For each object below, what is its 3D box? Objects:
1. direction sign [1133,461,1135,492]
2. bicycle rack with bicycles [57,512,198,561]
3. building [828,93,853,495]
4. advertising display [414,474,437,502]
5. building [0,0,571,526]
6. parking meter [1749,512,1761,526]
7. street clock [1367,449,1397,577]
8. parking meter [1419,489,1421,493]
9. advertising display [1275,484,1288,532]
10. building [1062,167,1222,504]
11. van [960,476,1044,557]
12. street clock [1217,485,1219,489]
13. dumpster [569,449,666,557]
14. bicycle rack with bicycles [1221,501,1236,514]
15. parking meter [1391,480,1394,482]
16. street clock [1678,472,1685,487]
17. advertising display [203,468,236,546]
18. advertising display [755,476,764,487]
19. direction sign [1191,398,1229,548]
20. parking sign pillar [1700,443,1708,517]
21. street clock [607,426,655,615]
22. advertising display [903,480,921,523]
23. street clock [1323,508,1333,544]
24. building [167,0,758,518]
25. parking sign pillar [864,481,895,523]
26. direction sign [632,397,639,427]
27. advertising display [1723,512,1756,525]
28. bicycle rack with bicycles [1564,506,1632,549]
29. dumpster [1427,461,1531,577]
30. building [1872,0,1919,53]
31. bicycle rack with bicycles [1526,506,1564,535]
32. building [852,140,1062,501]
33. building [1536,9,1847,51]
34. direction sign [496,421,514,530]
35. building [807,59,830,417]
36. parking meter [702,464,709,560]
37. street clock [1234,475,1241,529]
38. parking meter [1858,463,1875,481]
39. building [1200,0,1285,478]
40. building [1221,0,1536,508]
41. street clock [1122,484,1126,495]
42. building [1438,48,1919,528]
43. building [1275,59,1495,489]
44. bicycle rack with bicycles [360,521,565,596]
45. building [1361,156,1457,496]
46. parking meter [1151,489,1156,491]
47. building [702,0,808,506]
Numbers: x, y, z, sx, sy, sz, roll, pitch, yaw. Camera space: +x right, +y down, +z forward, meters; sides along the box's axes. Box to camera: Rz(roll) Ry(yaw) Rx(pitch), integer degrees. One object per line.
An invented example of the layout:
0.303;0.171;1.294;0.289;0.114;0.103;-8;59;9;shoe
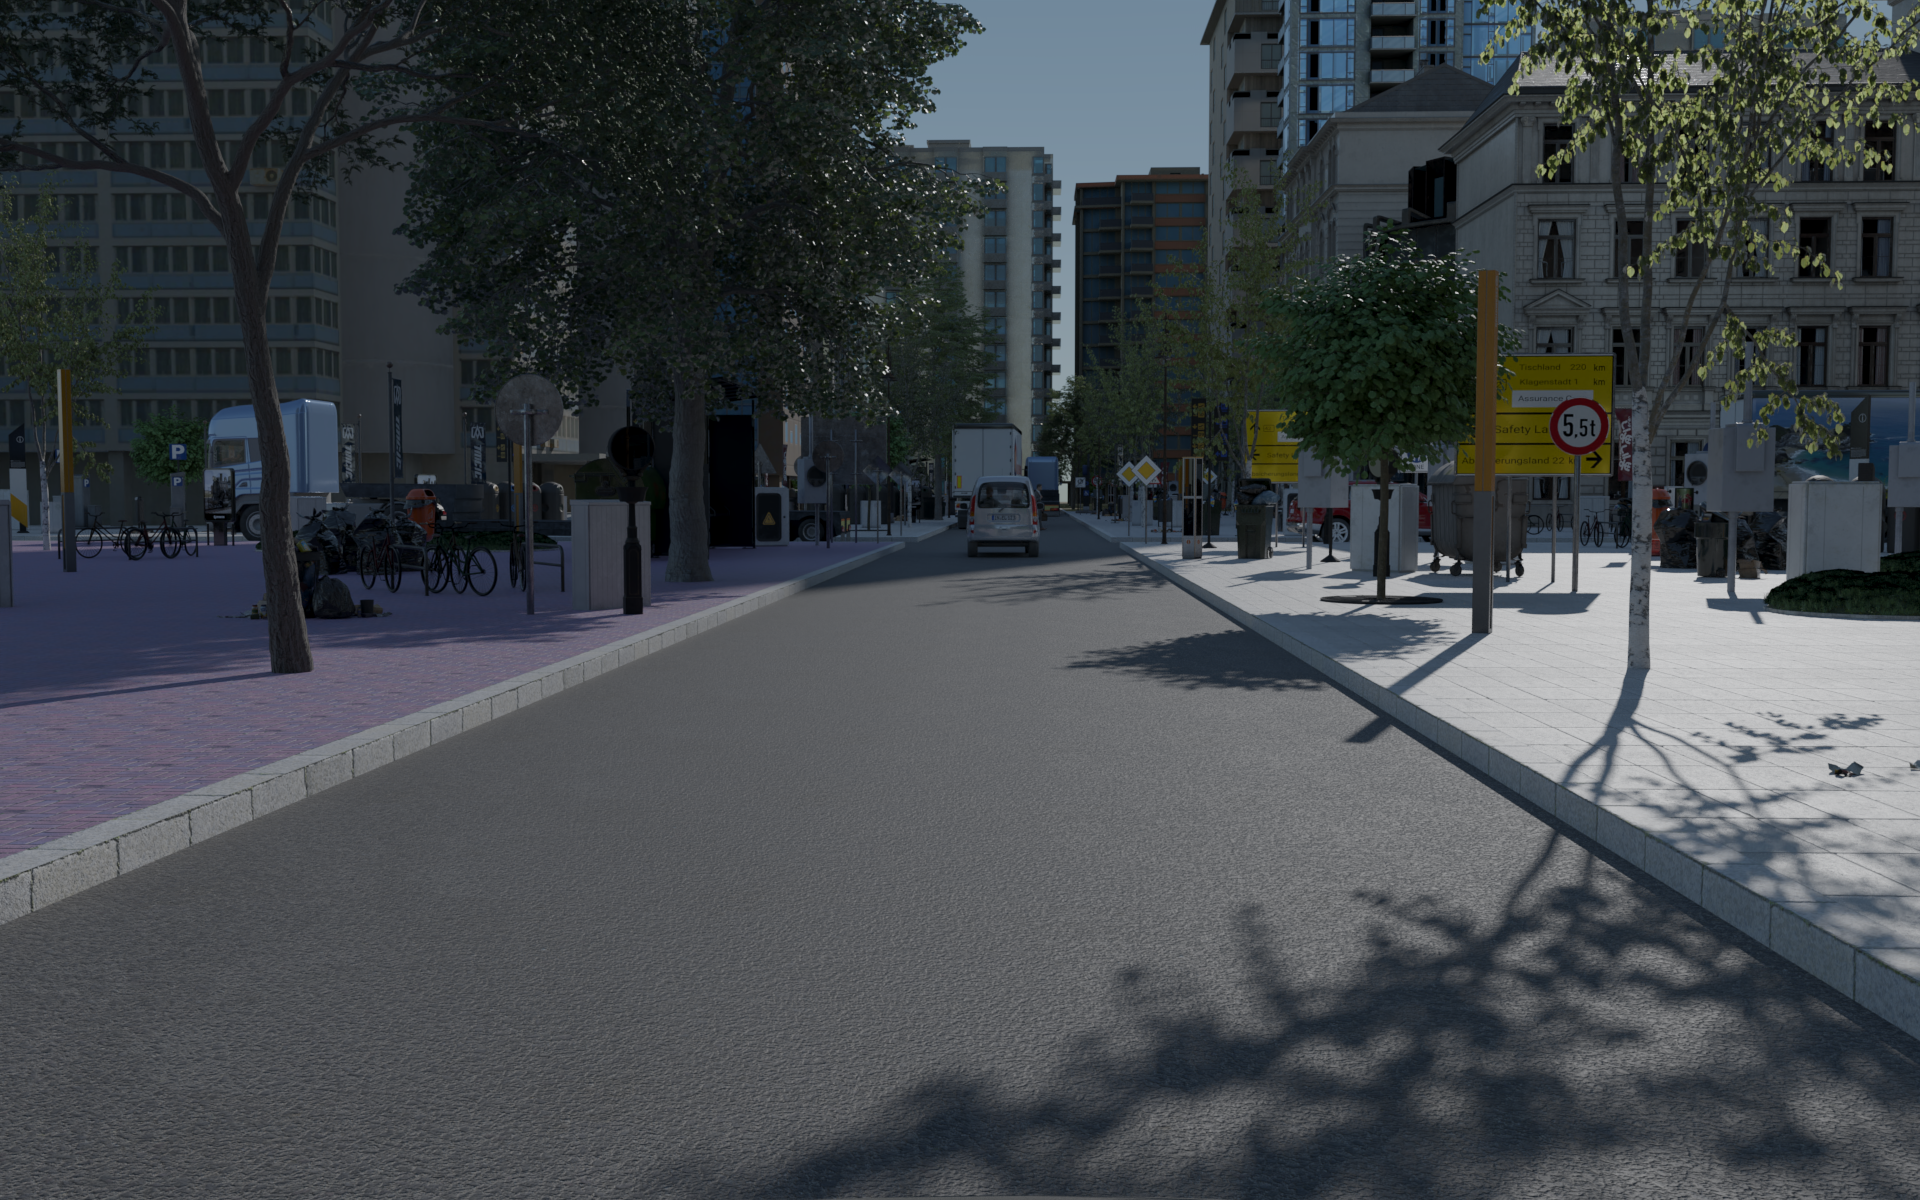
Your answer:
10.749;-7.015;106.684;0.379;3.537;0.876;1;4;17;direction sign
-16.459;-1.308;34.768;2.852;0.926;2.925;1;4;20;bicycle rack with bicycles
-22.256;-45.340;179.561;20.611;71.187;20.563;0;4;2;building
-17.270;-3.107;56.018;0.123;1.923;0.974;1;4;22;advertising display
-31.181;-23.659;78.699;32.217;40.220;23.993;0;4;2;building
19.030;-2.012;41.300;0.372;1.533;0.369;0;3;0;parking meter
6.544;-1.361;26.829;0.358;2.002;0.471;-2;4;-32;street clock
19.738;-4.064;74.857;0.372;1.533;0.369;0;3;0;parking meter
10.961;-3.297;59.115;0.123;1.923;0.974;-1;4;-8;advertising display
28.097;-35.480;234.714;28.867;44.769;22.147;0;4;2;building
0.992;-2.064;40.754;2.013;2.044;4.112;0;4;0;van
18.022;-7.156;121.575;0.358;2.002;0.471;0;4;-2;street clock
-6.637;-1.902;33.591;1.502;2.255;1.985;0;4;2;dumpster
17.900;-5.789;108.031;2.852;0.926;2.925;-1;4;-19;bicycle rack with bicycles
15.135;-3.395;61.220;0.399;1.863;0.255;2;4;34;parking meter
24.108;-3.242;57.583;0.471;2.002;0.358;2;4;27;street clock
-18.392;-2.313;43.030;0.974;1.923;0.123;2;4;24;advertising display
-7.385;-3.580;63.741;0.123;1.923;0.974;1;4;9;advertising display
5.907;-2.997;40.992;0.876;3.537;0.379;0;4;7;direction sign
27.483;-4.553;62.910;1.447;3.967;1.447;-2;4;-32;parking sign pillar
-3.499;-0.850;18.475;0.471;2.002;0.358;-1;4;-20;street clock
-2.126;-4.380;76.830;0.974;1.923;0.123;-3;5;-41;advertising display
9.443;-2.435;44.380;0.471;2.002;0.358;2;4;31;street clock
-30.184;-25.841;114.383;32.217;40.220;23.993;0;4;2;building
-3.591;-5.346;75.873;1.447;3.967;1.447;1;4;14;parking sign pillar
-6.772;-2.822;38.136;0.876;3.537;0.379;0;4;2;direction sign
17.234;-2.046;38.660;0.974;1.923;0.123;2;4;35;advertising display
16.272;-1.710;41.335;2.852;0.926;2.925;0;4;8;bicycle rack with bicycles
8.263;-1.336;27.597;1.264;1.857;1.865;0;4;2;dumpster
52.109;-17.317;70.518;23.554;28.519;14.401;0;4;2;building
17.396;-2.578;55.527;2.852;0.926;2.925;-3;5;-43;bicycle rack with bicycles
-1.518;-37.747;236.773;30.456;49.044;23.786;0;4;2;building
71.112;-33.946;174.622;30.456;49.044;23.786;0;4;2;building
-10.959;-3.066;42.126;0.876;3.537;0.379;2;4;34;direction sign
-19.037;-28.504;149.636;14.154;41.232;14.086;0;4;2;building
-5.126;-1.720;33.829;0.399;1.863;0.255;2;4;29;parking meter
10.336;-3.649;64.233;0.358;2.002;0.471;0;4;3;street clock
17.005;-1.641;32.537;0.255;1.863;0.399;2;4;33;parking meter
39.666;-35.772;174.111;28.713;52.752;27.495;0;4;2;building
35.018;-50.849;144.056;22.319;86.520;31.000;0;4;2;building
10.516;-6.417;109.481;0.471;2.002;0.358;-1;4;-20;street clock
30.204;-12.570;70.141;19.286;19.102;10.561;0;4;2;building
29.175;-20.003;114.442;14.401;28.519;23.554;0;4;2;building
-6.453;-0.575;22.787;2.852;0.926;2.925;-2;4;-30;bicycle rack with bicycles
30.145;-13.839;93.718;16.820;18.784;16.811;0;4;2;building
12.901;-6.706;115.360;0.399;1.863;0.255;0;4;-5;parking meter
-19.769;-29.682;135.413;14.600;45.320;14.200;0;4;2;building
